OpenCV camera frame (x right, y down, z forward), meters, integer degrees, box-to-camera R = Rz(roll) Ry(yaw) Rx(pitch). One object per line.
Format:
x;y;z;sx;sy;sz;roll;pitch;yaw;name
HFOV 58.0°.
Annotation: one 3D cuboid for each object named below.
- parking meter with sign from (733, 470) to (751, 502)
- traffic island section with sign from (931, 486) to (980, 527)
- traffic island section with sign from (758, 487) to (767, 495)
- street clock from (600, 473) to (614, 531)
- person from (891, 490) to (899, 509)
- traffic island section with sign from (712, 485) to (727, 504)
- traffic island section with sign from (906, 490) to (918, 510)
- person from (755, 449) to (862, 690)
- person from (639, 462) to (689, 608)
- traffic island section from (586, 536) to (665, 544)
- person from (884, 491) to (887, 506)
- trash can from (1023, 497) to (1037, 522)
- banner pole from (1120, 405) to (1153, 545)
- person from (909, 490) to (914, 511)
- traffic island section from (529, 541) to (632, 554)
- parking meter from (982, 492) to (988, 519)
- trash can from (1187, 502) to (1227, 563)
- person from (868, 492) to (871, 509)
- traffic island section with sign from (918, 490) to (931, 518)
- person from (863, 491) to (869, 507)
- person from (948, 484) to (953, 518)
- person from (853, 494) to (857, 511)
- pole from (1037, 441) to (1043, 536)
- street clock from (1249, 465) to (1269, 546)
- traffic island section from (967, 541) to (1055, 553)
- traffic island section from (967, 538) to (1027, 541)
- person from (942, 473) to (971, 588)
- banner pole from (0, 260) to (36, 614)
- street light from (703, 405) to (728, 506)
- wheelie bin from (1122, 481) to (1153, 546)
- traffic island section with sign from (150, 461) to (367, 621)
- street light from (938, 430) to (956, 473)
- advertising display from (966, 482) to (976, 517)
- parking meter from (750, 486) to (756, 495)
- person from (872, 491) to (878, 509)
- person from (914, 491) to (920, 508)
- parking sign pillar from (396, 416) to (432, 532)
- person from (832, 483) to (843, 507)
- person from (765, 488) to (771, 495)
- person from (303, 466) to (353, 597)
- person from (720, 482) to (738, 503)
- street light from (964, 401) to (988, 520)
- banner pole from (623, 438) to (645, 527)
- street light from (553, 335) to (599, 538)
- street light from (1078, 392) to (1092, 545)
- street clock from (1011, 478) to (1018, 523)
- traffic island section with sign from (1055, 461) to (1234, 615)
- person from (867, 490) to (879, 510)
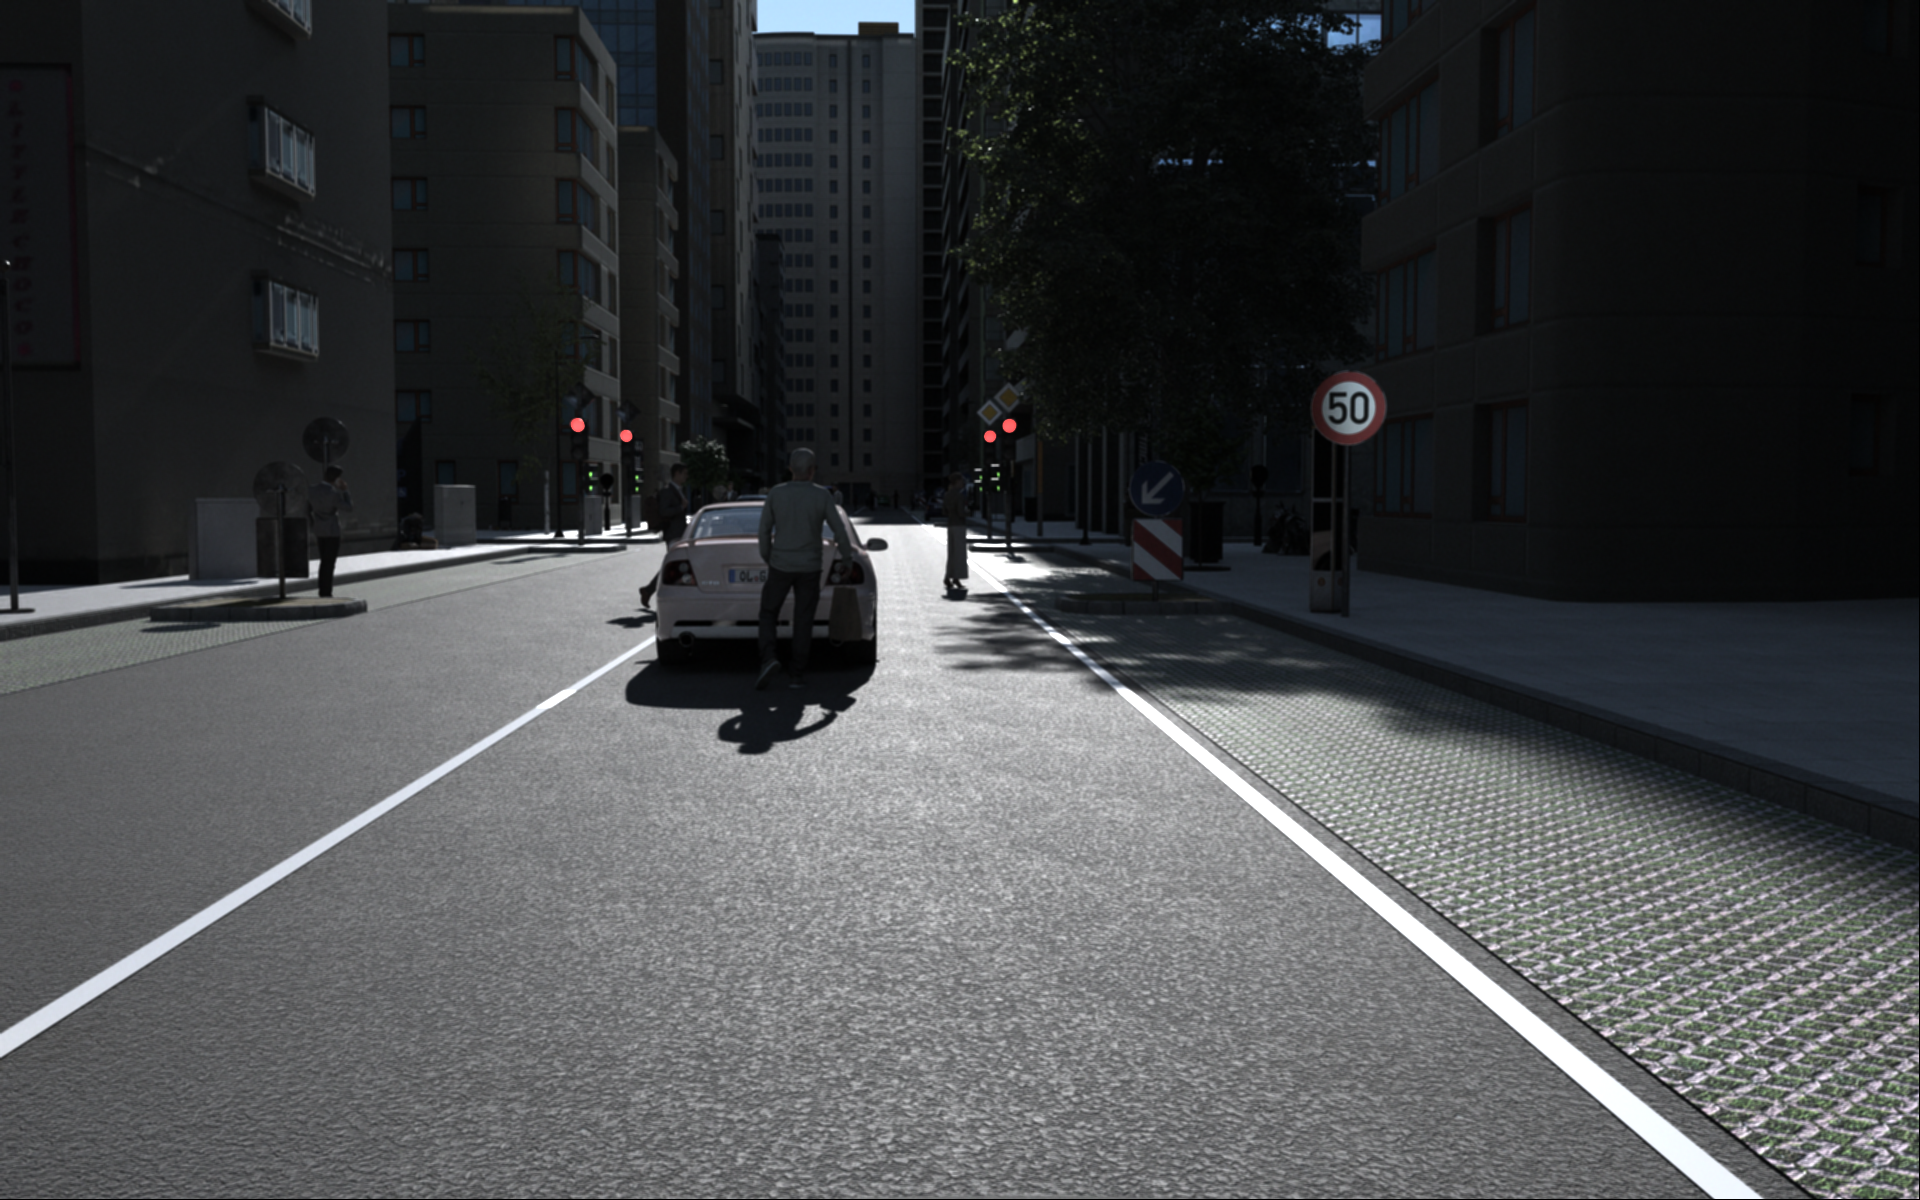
-15.404;-7.848;124.574;1.738;3.016;0.543;0;4;2;parking meter with sign
-0.141;-4.127;76.111;1.989;1.847;2.006;0;4;-2;traffic island section with sign
-11.716;-5.819;103.771;1.989;1.847;2.006;0;4;-2;traffic island section with sign
-12.346;-3.425;60.563;0.471;2.002;0.358;-1;4;-18;street clock
-6.229;-9.726;167.478;0.705;1.831;1.348;2;4;35;person
-10.546;-4.140;76.324;1.989;1.847;2.006;0;4;-2;traffic island section with sign
-4.613;-10.503;180.356;1.989;1.847;2.006;0;4;-2;traffic island section with sign
-1.114;-0.231;12.766;0.782;1.767;0.515;0;4;-2;person
-3.628;-0.821;21.884;0.822;1.834;0.622;0;4;-4;person
-9.784;-1.762;51.084;2.009;0.180;2.903;0;4;-2;traffic island section
-8.805;-11.801;201.998;0.434;1.755;0.990;2;4;25;person
3.283;-4.170;79.832;0.748;1.137;0.748;0;3;0;trash can
4.505;-3.308;44.098;0.863;3.779;0.401;0;4;-1;banner pole
-4.210;-8.452;147.219;0.750;1.759;0.617;2;4;32;person
-9.443;-1.274;43.106;2.009;0.180;2.903;0;4;-2;traffic island section
1.323;-4.983;89.875;0.372;1.533;0.369;0;3;0;parking meter
4.602;-1.265;32.333;0.748;1.137;0.748;0;3;0;trash can
-8.958;-9.882;171.546;0.415;1.643;0.593;-3;5;-40;person
-1.307;-5.775;103.041;1.989;1.847;2.006;0;4;-2;traffic island section with sign
-10.637;-11.610;198.305;0.705;1.826;1.348;-3;5;-45;person
-0.220;-3.574;67.155;0.699;1.804;1.509;1;4;16;person
-8.685;-8.065;143.616;0.557;1.426;1.065;1;4;9;person
2.425;-3.578;52.347;0.158;3.312;0.155;0;3;0;pole
7.373;-2.339;42.821;0.471;2.002;0.358;0;4;5;street clock
1.239;-1.301;43.557;2.009;0.180;2.903;0;4;-2;traffic island section
0.898;-1.789;51.534;2.009;0.180;2.903;0;4;-2;traffic island section
-0.021;-1.061;26.397;0.362;1.759;0.519;-2;4;-34;person
-10.246;-1.738;18.427;0.401;3.779;0.863;0;4;0;banner pole
-12.817;-7.216;90.515;1.470;5.913;1.316;0;4;-2;street light
4.408;-2.112;42.437;0.980;1.594;0.693;2;4;26;wheelie bin
-8.148;-0.721;20.417;1.989;1.847;2.006;0;4;-2;traffic island section with sign
-0.885;-9.395;126.149;1.470;5.913;1.316;0;4;-2;street light
0.595;-5.569;96.264;0.123;1.923;0.974;-2;4;-28;advertising display
-14.595;-7.113;122.004;0.399;1.863;0.255;2;4;26;parking meter
-8.130;-9.590;165.962;0.621;1.740;0.551;2;4;33;person
-4.102;-9.442;163.818;0.756;1.711;0.436;3;4;38;person
-18.940;-4.346;59.529;1.447;3.967;1.447;0;4;5;parking sign pillar
-3.930;-2.864;55.606;0.850;1.792;0.678;-2;4;-31;person
-10.896;-5.691;101.772;1.509;1.804;0.699;2;4;31;person
-8.305;-0.862;22.781;0.592;1.802;0.473;3;4;38;person
-7.657;-3.001;57.536;0.622;1.834;0.822;-1;4;-12;person
0.886;-6.978;86.630;1.470;5.913;1.316;0;4;-2;street light
-12.850;-4.784;68.238;0.863;3.779;0.401;-1;4;-10;banner pole
-11.248;-4.785;50.778;1.470;5.913;1.316;0;4;-2;street light
2.623;-4.339;43.489;1.470;5.913;1.316;0;4;-2;street light
2.351;-4.476;77.757;0.471;2.002;0.358;1;4;13;street clock
2.202;-0.778;21.350;1.989;1.847;2.006;0;4;-2;traffic island section with sign
-7.615;-8.722;151.233;1.348;1.807;0.705;-3;5;-45;person
